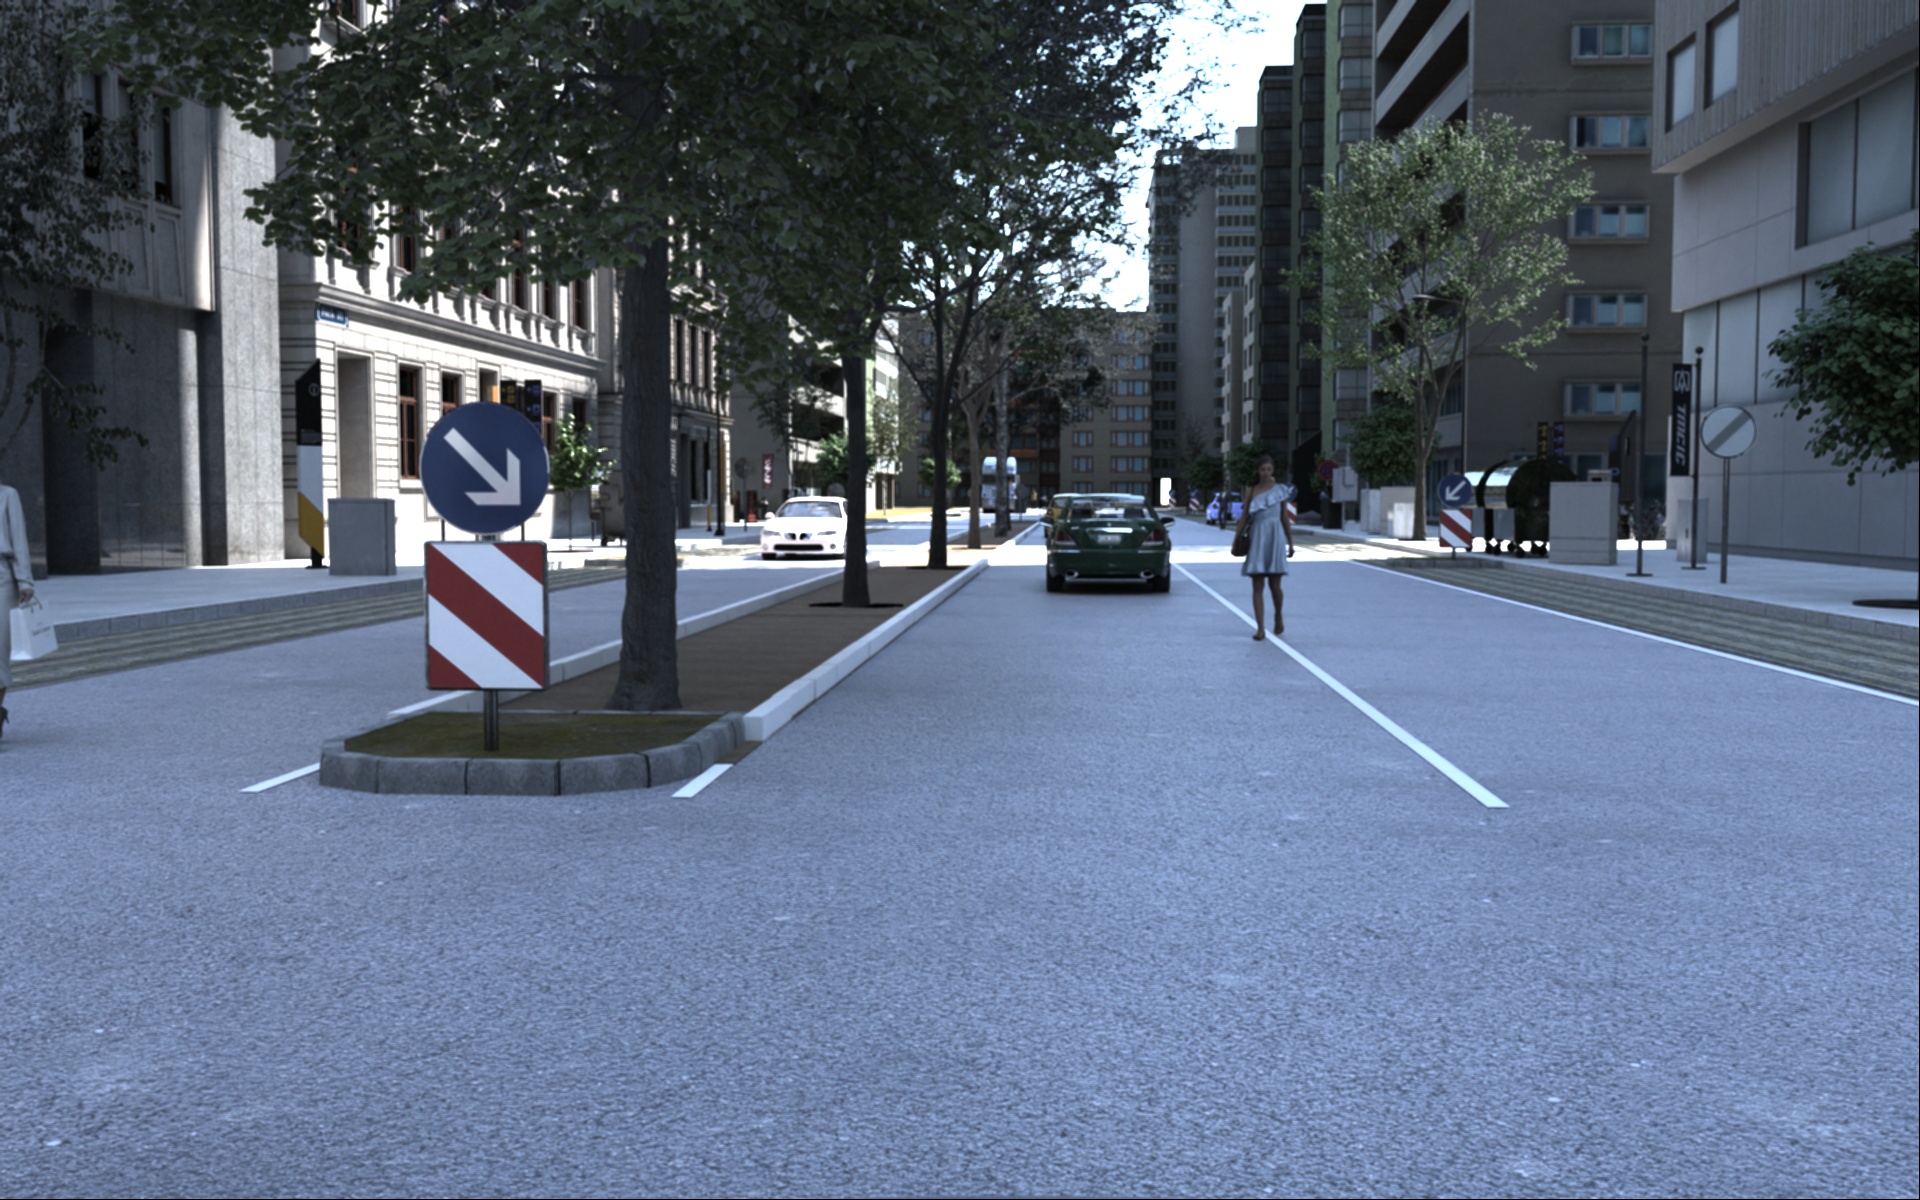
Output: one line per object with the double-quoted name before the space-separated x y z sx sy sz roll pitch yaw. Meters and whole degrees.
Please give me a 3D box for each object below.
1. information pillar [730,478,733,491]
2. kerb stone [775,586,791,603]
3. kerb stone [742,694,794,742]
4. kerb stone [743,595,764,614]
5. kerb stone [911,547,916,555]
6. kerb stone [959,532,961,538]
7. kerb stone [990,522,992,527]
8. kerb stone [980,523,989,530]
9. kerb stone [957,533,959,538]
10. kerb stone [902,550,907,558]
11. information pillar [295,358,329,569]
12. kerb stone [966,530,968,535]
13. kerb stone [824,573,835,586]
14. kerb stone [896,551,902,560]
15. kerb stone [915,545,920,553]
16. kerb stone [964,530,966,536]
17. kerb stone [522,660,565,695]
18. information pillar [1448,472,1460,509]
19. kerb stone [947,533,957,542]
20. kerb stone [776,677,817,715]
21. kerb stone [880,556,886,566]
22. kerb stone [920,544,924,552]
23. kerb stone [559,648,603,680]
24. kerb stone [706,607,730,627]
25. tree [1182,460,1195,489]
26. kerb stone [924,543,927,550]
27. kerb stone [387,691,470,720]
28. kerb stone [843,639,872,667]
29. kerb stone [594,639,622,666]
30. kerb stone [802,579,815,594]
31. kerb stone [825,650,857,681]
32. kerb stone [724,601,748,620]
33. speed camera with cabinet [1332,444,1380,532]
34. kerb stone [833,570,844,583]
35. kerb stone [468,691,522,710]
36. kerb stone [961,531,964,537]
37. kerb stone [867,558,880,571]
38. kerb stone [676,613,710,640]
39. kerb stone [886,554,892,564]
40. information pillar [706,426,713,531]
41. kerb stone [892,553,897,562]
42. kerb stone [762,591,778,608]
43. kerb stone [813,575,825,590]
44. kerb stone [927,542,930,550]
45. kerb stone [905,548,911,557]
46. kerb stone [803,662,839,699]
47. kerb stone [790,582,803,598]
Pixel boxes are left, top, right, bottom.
"information pillar" -10.672 -4.625 80.106 0.304 2.012 0.304 -1 4 -16
"kerb stone" -2.411 -0.044 22.921 0.120 0.150 1.000 0 4 4
"kerb stone" -1.161 0.717 10.486 0.120 0.150 1.000 0 4 4
"kerb stone" -2.550 0.081 20.878 0.120 0.150 1.000 0 4 4
"kerb stone" -1.198 -1.106 40.285 0.120 0.150 1.000 0 4 4
"kerb stone" -0.132 -2.046 55.650 0.120 0.150 1.000 0 4 4
"kerb stone" 1.158 -3.171 74.049 0.120 0.150 1.000 0 4 4
"kerb stone" 1.008 -3.046 71.998 0.120 0.150 1.000 0 4 4
"kerb stone" -0.202 -1.983 54.620 0.120 0.150 1.000 0 4 4
"kerb stone" -1.341 -0.978 38.235 0.120 0.150 1.000 0 4 4
"information pillar" -11.129 -2.344 29.687 0.183 3.616 0.504 2 4 30
"kerb stone" 0.093 -2.233 58.709 0.120 0.150 1.000 0 4 4
"kerb stone" -2.125 -0.294 27.000 0.120 0.150 1.000 0 4 4
"kerb stone" -1.411 -0.919 37.215 0.120 0.150 1.000 0 4 4
"kerb stone" -1.130 -1.169 41.305 0.120 0.150 1.000 0 4 4
"kerb stone" 0.011 -2.168 57.690 0.120 0.150 1.000 0 4 4
"kerb stone" -3.123 0.581 12.698 0.120 0.150 1.000 0 4 4
"information pillar" 16.476 -3.262 57.825 0.304 2.012 0.304 2 4 30
"kerb stone" -0.272 -1.920 53.592 0.120 0.150 1.000 0 4 4
"kerb stone" -1.105 0.657 11.507 0.120 0.150 1.000 0 4 4
"kerb stone" -1.627 -0.728 34.151 0.120 0.150 1.000 0 4 4
"kerb stone" -1.056 -1.226 42.340 0.120 0.150 1.000 0 4 4
"kerb stone" -3.043 0.522 13.727 0.120 0.150 1.000 0 4 4
"kerb stone" -2.696 0.210 18.838 0.120 0.150 1.000 0 4 4
"tree" 18.030 -8.746 126.713 4.285 4.588 4.351 0 3 0
"kerb stone" -0.988 -1.294 43.360 0.120 0.150 1.000 0 4 4
"kerb stone" -3.261 0.707 10.641 0.120 0.150 1.000 0 4 4
"kerb stone" -0.885 0.466 14.572 0.120 0.150 1.000 0 4 4
"kerb stone" -2.977 0.455 14.753 0.120 0.150 1.000 0 4 4
"kerb stone" -2.261 -0.169 24.960 0.120 0.150 1.000 0 4 4
"kerb stone" -0.953 0.529 13.552 0.120 0.150 1.000 0 4 4
"kerb stone" -2.621 0.143 19.857 0.120 0.150 1.000 0 4 4
"speed camera with cabinet" 13.798 -3.971 59.266 2.038 3.252 0.660 -1 4 -15
"kerb stone" -2.049 -0.351 28.023 0.120 0.150 1.000 0 4 4
"kerb stone" -3.190 0.644 11.672 0.120 0.150 1.000 0 4 4
"kerb stone" -0.054 -2.106 56.669 0.120 0.150 1.000 0 4 4
"kerb stone" -1.698 -0.665 33.131 0.120 0.150 1.000 0 4 4
"kerb stone" -2.763 0.268 17.817 0.120 0.150 1.000 0 4 4
"kerb stone" -1.556 -0.793 35.170 0.120 0.150 1.000 0 4 4
"information pillar" -8.647 -4.182 59.733 0.183 3.616 0.504 0 4 -3
"kerb stone" -1.483 -0.856 36.196 0.120 0.150 1.000 0 4 4
"kerb stone" -2.478 0.018 21.900 0.120 0.150 1.000 0 4 4
"kerb stone" -2.193 -0.231 25.980 0.120 0.150 1.000 0 4 4
"kerb stone" -0.904 -1.358 44.391 0.120 0.150 1.000 0 4 4
"kerb stone" -1.266 -1.043 39.256 0.120 0.150 1.000 0 4 4
"kerb stone" -1.024 0.593 12.526 0.120 0.150 1.000 0 4 4
"kerb stone" -2.341 -0.107 23.941 0.120 0.150 1.000 0 4 4
